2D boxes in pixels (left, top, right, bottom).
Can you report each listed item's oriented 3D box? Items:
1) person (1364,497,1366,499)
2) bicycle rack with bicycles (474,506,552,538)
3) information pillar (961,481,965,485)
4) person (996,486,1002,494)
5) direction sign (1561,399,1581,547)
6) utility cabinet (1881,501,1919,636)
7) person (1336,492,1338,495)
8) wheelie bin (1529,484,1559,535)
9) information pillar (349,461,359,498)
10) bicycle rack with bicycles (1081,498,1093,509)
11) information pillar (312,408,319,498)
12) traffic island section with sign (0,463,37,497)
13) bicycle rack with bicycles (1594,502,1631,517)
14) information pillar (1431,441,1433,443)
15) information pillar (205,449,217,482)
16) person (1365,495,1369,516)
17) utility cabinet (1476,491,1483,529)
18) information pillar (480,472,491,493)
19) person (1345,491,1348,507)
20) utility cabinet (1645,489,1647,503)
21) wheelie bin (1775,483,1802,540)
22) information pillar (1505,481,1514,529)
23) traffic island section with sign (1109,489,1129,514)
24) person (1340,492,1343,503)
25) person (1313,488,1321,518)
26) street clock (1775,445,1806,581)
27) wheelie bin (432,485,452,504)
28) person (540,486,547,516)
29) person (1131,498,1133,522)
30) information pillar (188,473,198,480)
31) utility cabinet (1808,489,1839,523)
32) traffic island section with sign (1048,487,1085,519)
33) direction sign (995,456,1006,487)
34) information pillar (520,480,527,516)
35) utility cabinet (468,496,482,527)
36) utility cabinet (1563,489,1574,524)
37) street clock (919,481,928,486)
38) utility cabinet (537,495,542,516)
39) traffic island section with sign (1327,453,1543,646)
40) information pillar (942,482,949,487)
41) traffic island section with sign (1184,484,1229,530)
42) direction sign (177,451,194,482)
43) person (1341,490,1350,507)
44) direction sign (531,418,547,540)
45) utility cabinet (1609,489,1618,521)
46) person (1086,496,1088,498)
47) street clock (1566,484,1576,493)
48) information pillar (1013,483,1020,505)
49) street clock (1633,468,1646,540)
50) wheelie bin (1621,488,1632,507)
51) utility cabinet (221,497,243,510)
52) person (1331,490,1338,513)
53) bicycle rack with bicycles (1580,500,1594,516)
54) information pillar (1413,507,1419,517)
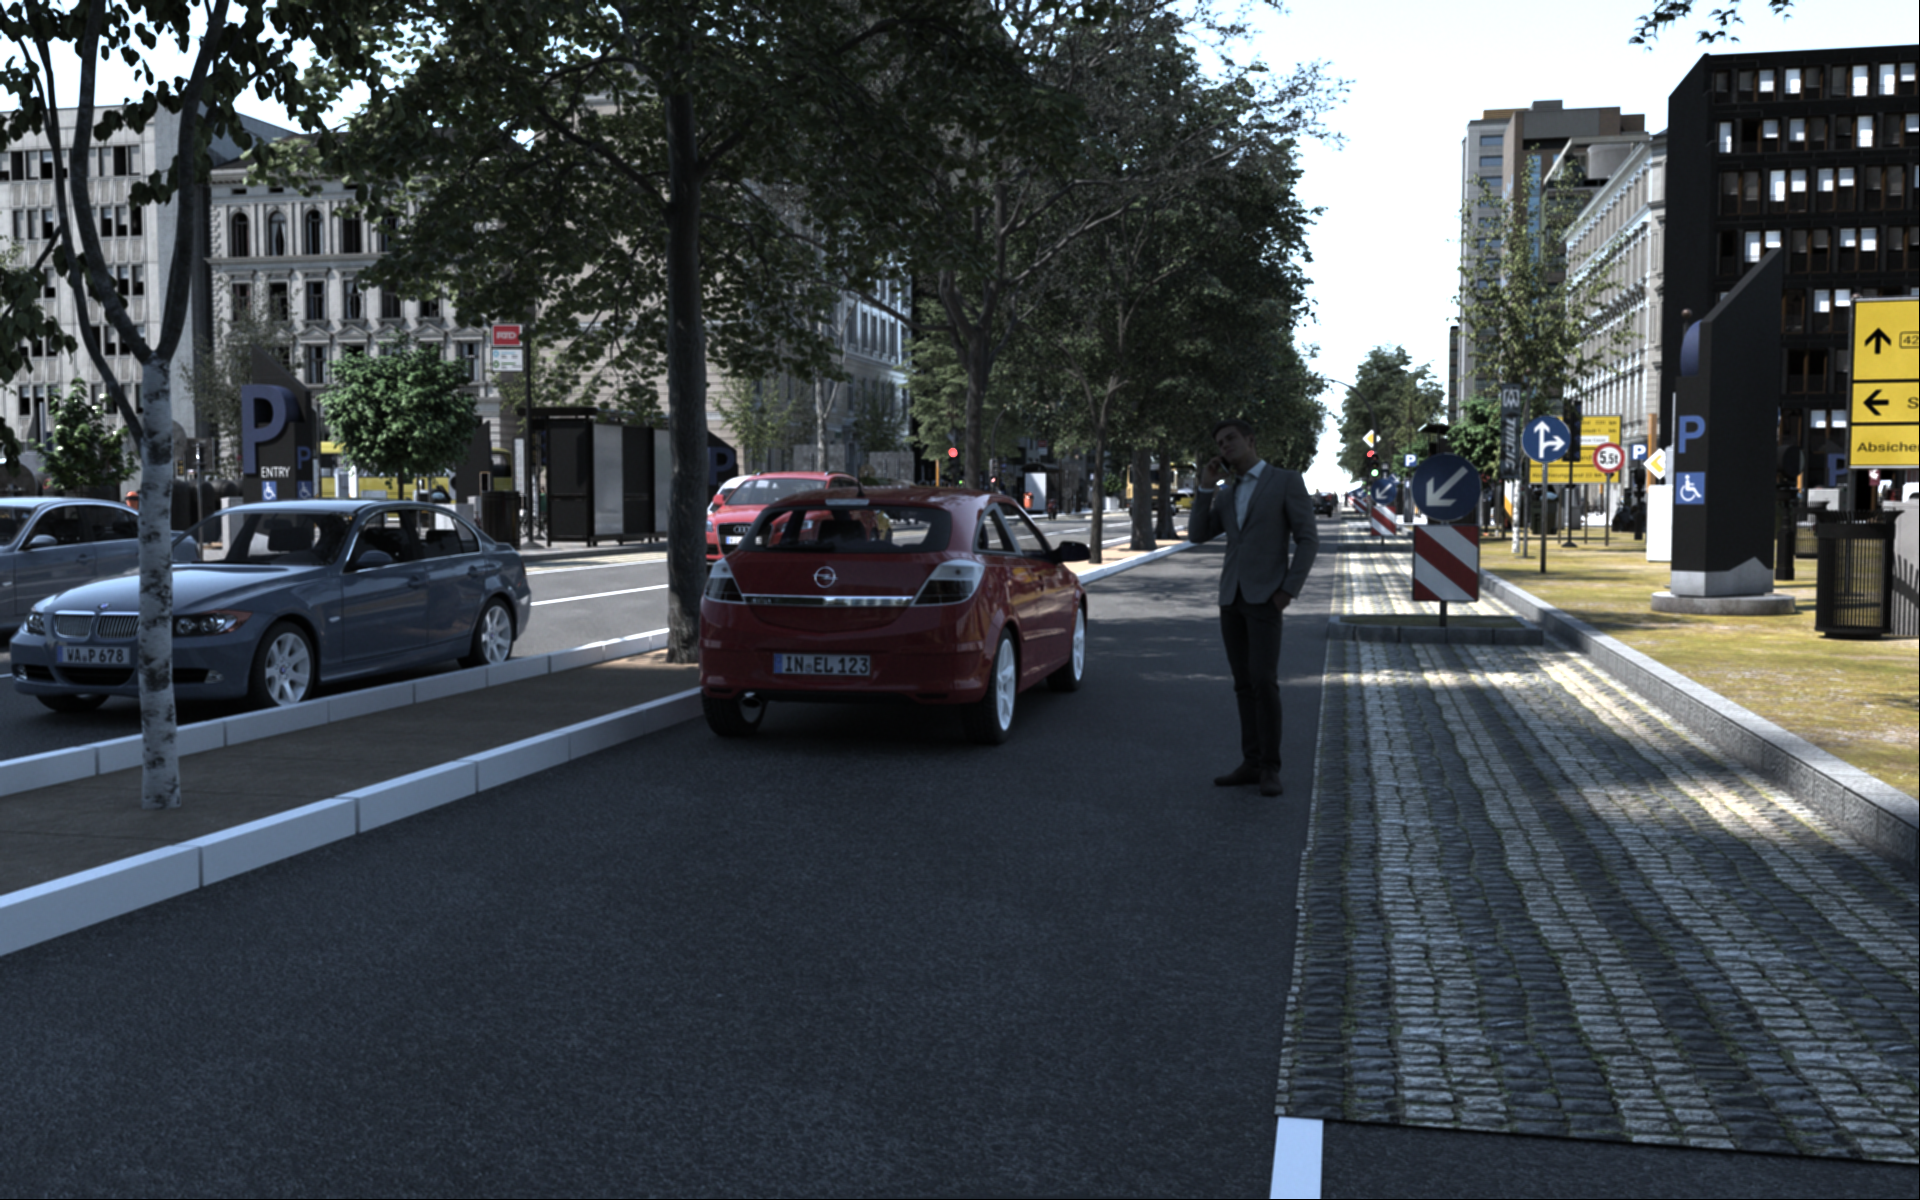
[{"bbox_3d":[33.226,-8.079,141.599,0.522,1.701,0.512,1,4,10],"label":"person"},{"bbox_3d":[-12.962,-2.334,51.541,2.925,0.926,2.852,2,4,25],"label":"bicycle rack with bicycles"},{"bbox_3d":[0.257,-5.751,98.523,0.304,2.012,0.304,-2,4,-30],"label":"information pillar"},{"bbox_3d":[1.838,-4.481,81.865,0.391,1.810,0.635,0,4,-7],"label":"person"},{"bbox_3d":[14.730,-3.043,41.757,0.876,3.537,0.379,-3,5,-44],"label":"direction sign"},{"bbox_3d":[8.803,-0.305,16.145,0.306,1.237,1.020,2,4,23],"label":"utility cabinet"},{"bbox_3d":[63.660,-17.345,293.013,0.541,1.710,0.530,2,4,30],"label":"person"},{"bbox_3d":[18.361,-2.845,54.428,0.693,1.594,0.980,-2,4,-31],"label":"wheelie bin"},{"bbox_3d":[-17.482,-3.584,49.951,0.183,3.616,0.504,-3,5,-42],"label":"information pillar"},{"bbox_3d":[10.976,-8.050,144.994,2.925,0.926,2.852,-3,5,-42],"label":"bicycle rack with bicycles"},{"bbox_3d":[-15.401,-3.029,40.871,0.183,3.616,0.504,3,4,38],"label":"information pillar"},{"bbox_3d":[-11.543,-0.713,20.292,1.989,1.847,2.006,1,4,12],"label":"traffic island section with sign"},{"bbox_3d":[33.735,-4.447,86.098,2.852,0.926,2.925,-1,4,-11],"label":"bicycle rack with bicycles"},{"bbox_3d":[20.974,-5.235,76.946,0.183,3.616,0.504,2,4,28],"label":"information pillar"},{"bbox_3d":[-32.878,-5.179,76.027,0.504,3.616,0.183,-1,4,-16],"label":"information pillar"},{"bbox_3d":[25.041,-5.954,106.022,0.466,1.800,0.511,1,4,23],"label":"person"},{"bbox_3d":[18.902,-3.347,63.404,0.318,1.500,1.173,1,4,22],"label":"utility cabinet"},{"bbox_3d":[-15.921,-3.283,58.169,0.304,2.012,0.304,0,4,-5],"label":"information pillar"},{"bbox_3d":[39.205,-10.172,175.727,0.530,1.710,0.541,3,5,40],"label":"person"},{"bbox_3d":[29.181,-3.923,72.816,1.173,1.500,0.318,-1,4,-22],"label":"utility cabinet"},{"bbox_3d":[23.273,-2.506,48.873,0.980,1.594,0.693,0,4,3],"label":"wheelie bin"},{"bbox_3d":[20.117,-4.409,63.440,0.183,3.616,0.504,-1,4,-19],"label":"information pillar"},{"bbox_3d":[12.036,-7.228,126.808,1.989,1.847,2.006,1,4,12],"label":"traffic island section with sign"},{"bbox_3d":[60.501,-16.250,274.863,0.551,1.740,0.621,1,4,12],"label":"person"},{"bbox_3d":[21.097,-5.744,102.589,0.709,1.800,0.728,-1,4,-12],"label":"person"},{"bbox_3d":[12.257,-1.292,25.688,0.471,2.002,0.358,-1,4,-23],"label":"street clock"},{"bbox_3d":[-18.275,-3.239,60.862,0.693,1.594,0.980,-2,4,-33],"label":"wheelie bin"},{"bbox_3d":[-19.627,-4.448,81.478,0.529,1.795,0.600,1,4,15],"label":"person"},{"bbox_3d":[8.033,-4.287,78.936,0.601,1.785,0.444,-3,5,-44],"label":"person"},{"bbox_3d":[-26.339,-3.375,59.674,0.304,2.012,0.304,2,4,34],"label":"information pillar"},{"bbox_3d":[37.747,-4.101,75.735,1.173,1.500,0.318,1,4,13],"label":"utility cabinet"},{"bbox_3d":[6.210,-5.618,100.488,1.989,1.847,2.006,1,4,12],"label":"traffic island section with sign"},{"bbox_3d":[2.325,-6.778,102.819,0.876,3.537,0.379,1,4,14],"label":"direction sign"},{"bbox_3d":[-22.996,-5.302,91.178,0.304,2.012,0.304,3,5,40],"label":"information pillar"},{"bbox_3d":[-14.888,-2.604,53.742,0.306,1.237,1.020,1,4,14],"label":"utility cabinet"},{"bbox_3d":[25.637,-4.001,74.088,1.173,1.500,0.318,-1,4,-11],"label":"utility cabinet"},{"bbox_3d":[-2.055,-5.695,97.688,0.471,2.002,0.358,-2,4,-31],"label":"street clock"},{"bbox_3d":[-22.270,-4.989,92.728,1.020,1.237,0.306,-1,4,-18],"label":"utility cabinet"},{"bbox_3d":[4.717,-0.536,17.387,1.989,1.847,2.006,1,4,12],"label":"traffic island section with sign"},{"bbox_3d":[-0.870,-6.026,103.012,0.304,2.012,0.304,-3,4,-38],"label":"information pillar"},{"bbox_3d":[10.057,-3.745,69.361,2.006,1.907,1.989,1,4,12],"label":"traffic island section with sign"},{"bbox_3d":[-33.164,-5.029,74.214,0.876,3.537,0.379,1,4,17],"label":"direction sign"},{"bbox_3d":[42.622,-11.204,191.310,1.348,1.869,0.705,-1,4,-19],"label":"person"},{"bbox_3d":[-11.733,-3.439,48.233,0.379,3.537,0.876,1,4,22],"label":"direction sign"},{"bbox_3d":[30.934,-4.484,81.985,0.318,1.500,1.173,1,4,16],"label":"utility cabinet"},{"bbox_3d":[17.534,-13.906,235.996,0.705,1.807,1.348,2,4,26],"label":"person"},{"bbox_3d":[28.207,-4.616,80.043,0.471,2.002,0.358,0,4,-4],"label":"street clock"},{"bbox_3d":[3.627,-6.519,111.075,0.304,2.012,0.304,-3,4,-39],"label":"information pillar"},{"bbox_3d":[18.947,-2.675,48.310,0.358,2.002,0.471,1,4,11],"label":"street clock"},{"bbox_3d":[35.144,-5.067,90.745,0.980,1.594,0.693,2,4,27],"label":"wheelie bin"},{"bbox_3d":[-15.074,-1.557,36.616,0.306,1.237,1.020,2,4,33],"label":"utility cabinet"},{"bbox_3d":[29.117,-7.695,134.727,0.576,1.772,0.534,1,4,14],"label":"person"},{"bbox_3d":[35.671,-5.294,99.933,2.925,0.926,2.852,1,4,19],"label":"bicycle rack with bicycles"},{"bbox_3d":[26.130,-6.574,98.833,0.183,3.616,0.504,2,4,32],"label":"information pillar"}]
